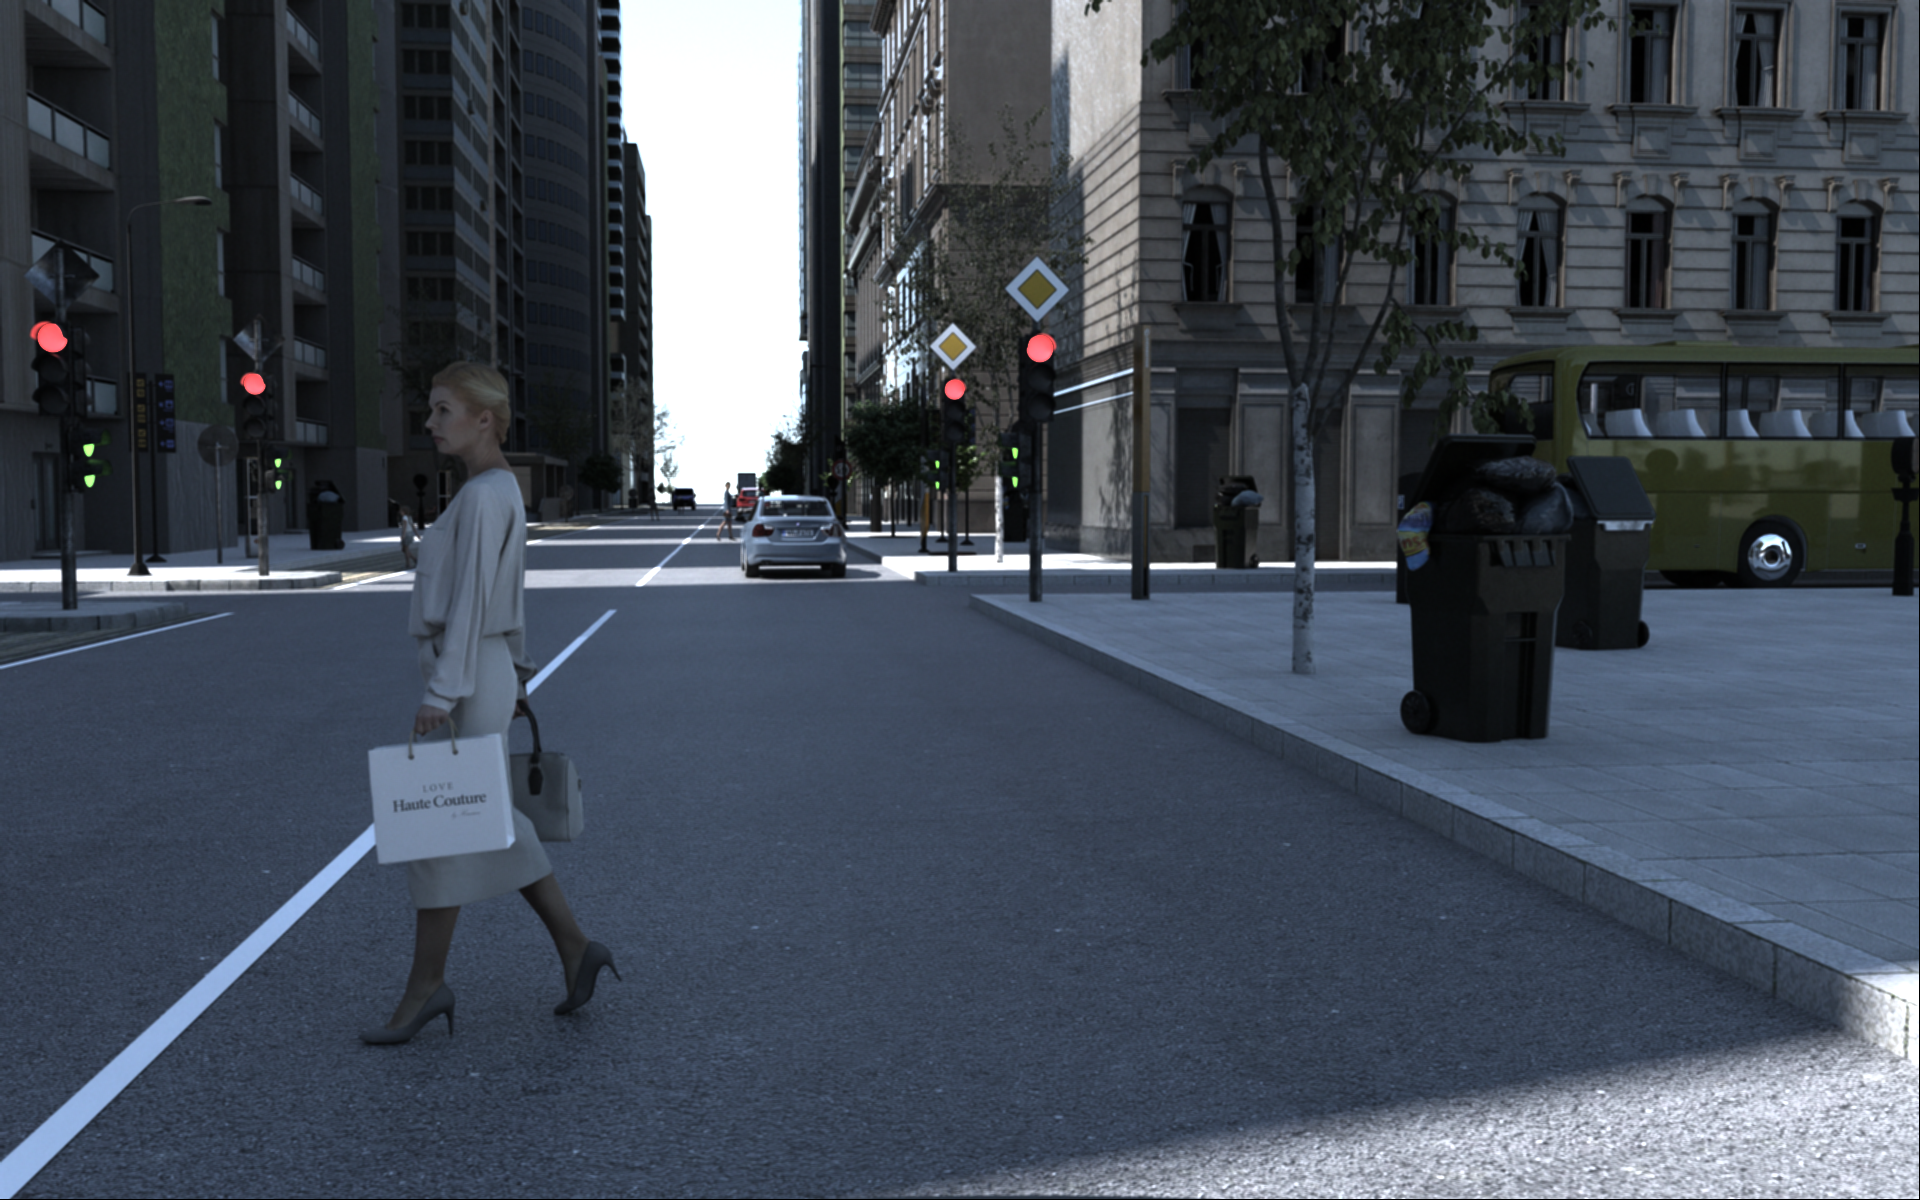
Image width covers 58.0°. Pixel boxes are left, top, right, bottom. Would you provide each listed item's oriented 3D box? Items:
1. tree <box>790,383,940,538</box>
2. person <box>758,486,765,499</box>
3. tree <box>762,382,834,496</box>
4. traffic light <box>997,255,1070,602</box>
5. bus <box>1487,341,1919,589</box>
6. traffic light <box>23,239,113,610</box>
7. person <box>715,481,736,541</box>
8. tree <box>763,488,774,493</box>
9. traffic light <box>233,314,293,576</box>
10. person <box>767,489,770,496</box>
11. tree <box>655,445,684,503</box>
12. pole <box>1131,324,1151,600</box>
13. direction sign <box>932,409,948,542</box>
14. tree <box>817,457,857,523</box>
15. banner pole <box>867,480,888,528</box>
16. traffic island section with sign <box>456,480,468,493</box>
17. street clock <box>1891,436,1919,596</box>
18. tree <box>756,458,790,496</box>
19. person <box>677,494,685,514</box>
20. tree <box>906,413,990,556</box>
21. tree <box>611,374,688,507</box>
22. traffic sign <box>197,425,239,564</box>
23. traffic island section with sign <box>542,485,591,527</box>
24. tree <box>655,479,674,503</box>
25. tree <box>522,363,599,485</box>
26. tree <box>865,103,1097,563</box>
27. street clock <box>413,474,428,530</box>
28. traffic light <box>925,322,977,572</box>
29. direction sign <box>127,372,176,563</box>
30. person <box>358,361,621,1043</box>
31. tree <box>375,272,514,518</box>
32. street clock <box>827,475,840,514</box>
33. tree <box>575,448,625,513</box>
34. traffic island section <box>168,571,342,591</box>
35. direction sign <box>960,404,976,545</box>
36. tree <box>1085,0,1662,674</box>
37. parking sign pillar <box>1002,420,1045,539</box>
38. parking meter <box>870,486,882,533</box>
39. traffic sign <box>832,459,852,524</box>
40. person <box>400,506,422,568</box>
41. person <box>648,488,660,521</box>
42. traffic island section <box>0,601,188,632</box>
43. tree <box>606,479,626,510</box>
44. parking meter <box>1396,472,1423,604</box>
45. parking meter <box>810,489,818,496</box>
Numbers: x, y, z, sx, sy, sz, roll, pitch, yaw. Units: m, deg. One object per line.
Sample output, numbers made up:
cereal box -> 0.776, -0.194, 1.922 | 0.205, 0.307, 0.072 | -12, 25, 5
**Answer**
tree -> -1.955, -4.144, 51.462 | 4.285, 4.588, 4.351 | 0, 3, 0
person -> -10.531, -5.118, 92.036 | 0.748, 1.841, 0.638 | 3, 5, 41
tree -> -10.428, -9.949, 113.035 | 4.360, 8.622, 3.978 | 0, 3, 0
traffic light -> 0.883, -1.935, 20.557 | 0.839, 4.253, 0.868 | 0, 4, -7
bus -> 14.358, -2.129, 26.359 | 12.252, 3.916, 2.896 | 0, 4, -6
traffic light -> -9.887, -1.849, 19.156 | 0.839, 4.253, 0.868 | 0, 4, -7
person -> -7.206, -2.744, 53.389 | 0.654, 1.822, 0.581 | 1, 4, 14
tree -> -26.948, -15.156, 242.404 | 1.663, 3.219, 1.824 | 0, 3, 0
traffic light -> -10.909, -2.334, 27.075 | 0.839, 4.253, 0.868 | 0, 4, -7
person -> -13.768, -7.125, 124.936 | 0.705, 1.831, 1.348 | 0, 4, -1
tree -> -41.466, -18.149, 247.091 | 4.737, 8.622, 4.395 | 0, 3, 0
pole -> 2.197, -1.660, 20.985 | 0.158, 3.312, 0.155 | 0, 3, 0
direction sign -> -0.468, -3.304, 46.012 | 0.379, 3.537, 0.876 | -3, 4, -36
tree -> -5.324, -5.106, 78.088 | 1.663, 3.219, 1.824 | 0, 3, 0
banner pole -> -3.074, -4.570, 64.742 | 0.863, 3.779, 0.401 | 0, 4, 3
traffic island section with sign -> -13.683, -2.422, 48.223 | 1.989, 1.847, 2.006 | 0, 4, -7
street clock -> 11.921, -1.056, 21.836 | 0.471, 2.002, 0.358 | -3, 5, -42
tree -> -15.948, -10.512, 155.583 | 4.285, 4.588, 4.351 | 0, 3, 0
person -> -20.005, -6.859, 123.835 | 0.799, 1.438, 0.628 | 1, 4, 19
tree -> -0.180, -2.564, 36.527 | 1.663, 3.219, 1.824 | 0, 3, 0
tree -> -32.824, -16.253, 176.100 | 12.009, 13.543, 11.850 | 0, 3, 0
traffic sign -> -13.656, -1.944, 31.884 | 0.768, 2.556, 0.104 | 0, 4, 2
traffic island section with sign -> -17.294, -4.136, 76.249 | 1.989, 1.847, 2.006 | 0, 4, -7
tree -> -38.130, -13.890, 221.708 | 1.663, 3.219, 1.824 | 0, 3, 0
tree -> -22.662, -9.052, 98.358 | 4.737, 8.622, 4.395 | 0, 3, 0
tree -> 0.499, -4.985, 31.873 | 4.360, 8.622, 3.978 | 0, 3, 0
street clock -> -19.425, -3.538, 62.414 | 0.471, 2.002, 0.358 | 0, 4, -1
traffic light -> -0.139, -2.419, 28.477 | 0.839, 4.253, 0.868 | 0, 4, -7
direction sign -> -15.152, -2.479, 32.531 | 0.379, 3.537, 0.876 | 3, 4, 38
person -> -1.248, 0.261, 4.587 | 0.624, 1.780, 0.694 | 0, 4, 3
tree -> -17.350, -6.605, 58.362 | 4.360, 8.622, 3.978 | 0, 3, 0
street clock -> -4.758, -3.697, 65.009 | 0.471, 2.002, 0.358 | -1, 4, -9
tree -> -25.074, -8.389, 120.881 | 4.285, 4.588, 4.351 | 0, 3, 0
traffic island section -> -10.950, -0.301, 27.205 | 2.009, 0.180, 2.903 | 0, 4, -7
direction sign -> 0.177, -3.148, 43.473 | 0.379, 3.537, 0.876 | 2, 4, 27
tree -> 2.539, -3.766, 11.930 | 4.737, 8.622, 4.395 | 0, 3, 0
parking sign pillar -> 1.773, -3.794, 50.499 | 1.447, 3.967, 1.447 | -3, 4, -36
parking meter -> -2.805, -3.023, 57.841 | 0.372, 1.533, 0.369 | 0, 3, 0
traffic sign -> -4.330, -3.885, 63.628 | 0.768, 2.556, 0.104 | 0, 4, -4
person -> -10.555, -1.203, 33.186 | 0.382, 1.210, 0.505 | 0, 4, -2
person -> -16.563, -5.188, 93.658 | 0.599, 1.781, 0.374 | 1, 4, 15
traffic island section -> -9.928, 0.183, 19.285 | 2.009, 0.180, 2.903 | 0, 4, -7
tree -> -27.808, -8.791, 138.326 | 1.663, 3.219, 1.824 | 0, 3, 0
parking meter -> 5.319, -0.728, 20.310 | 0.372, 1.533, 0.369 | 0, 3, 0
parking meter -> -7.267, -4.751, 86.092 | 0.372, 1.533, 0.369 | 0, 3, 0
